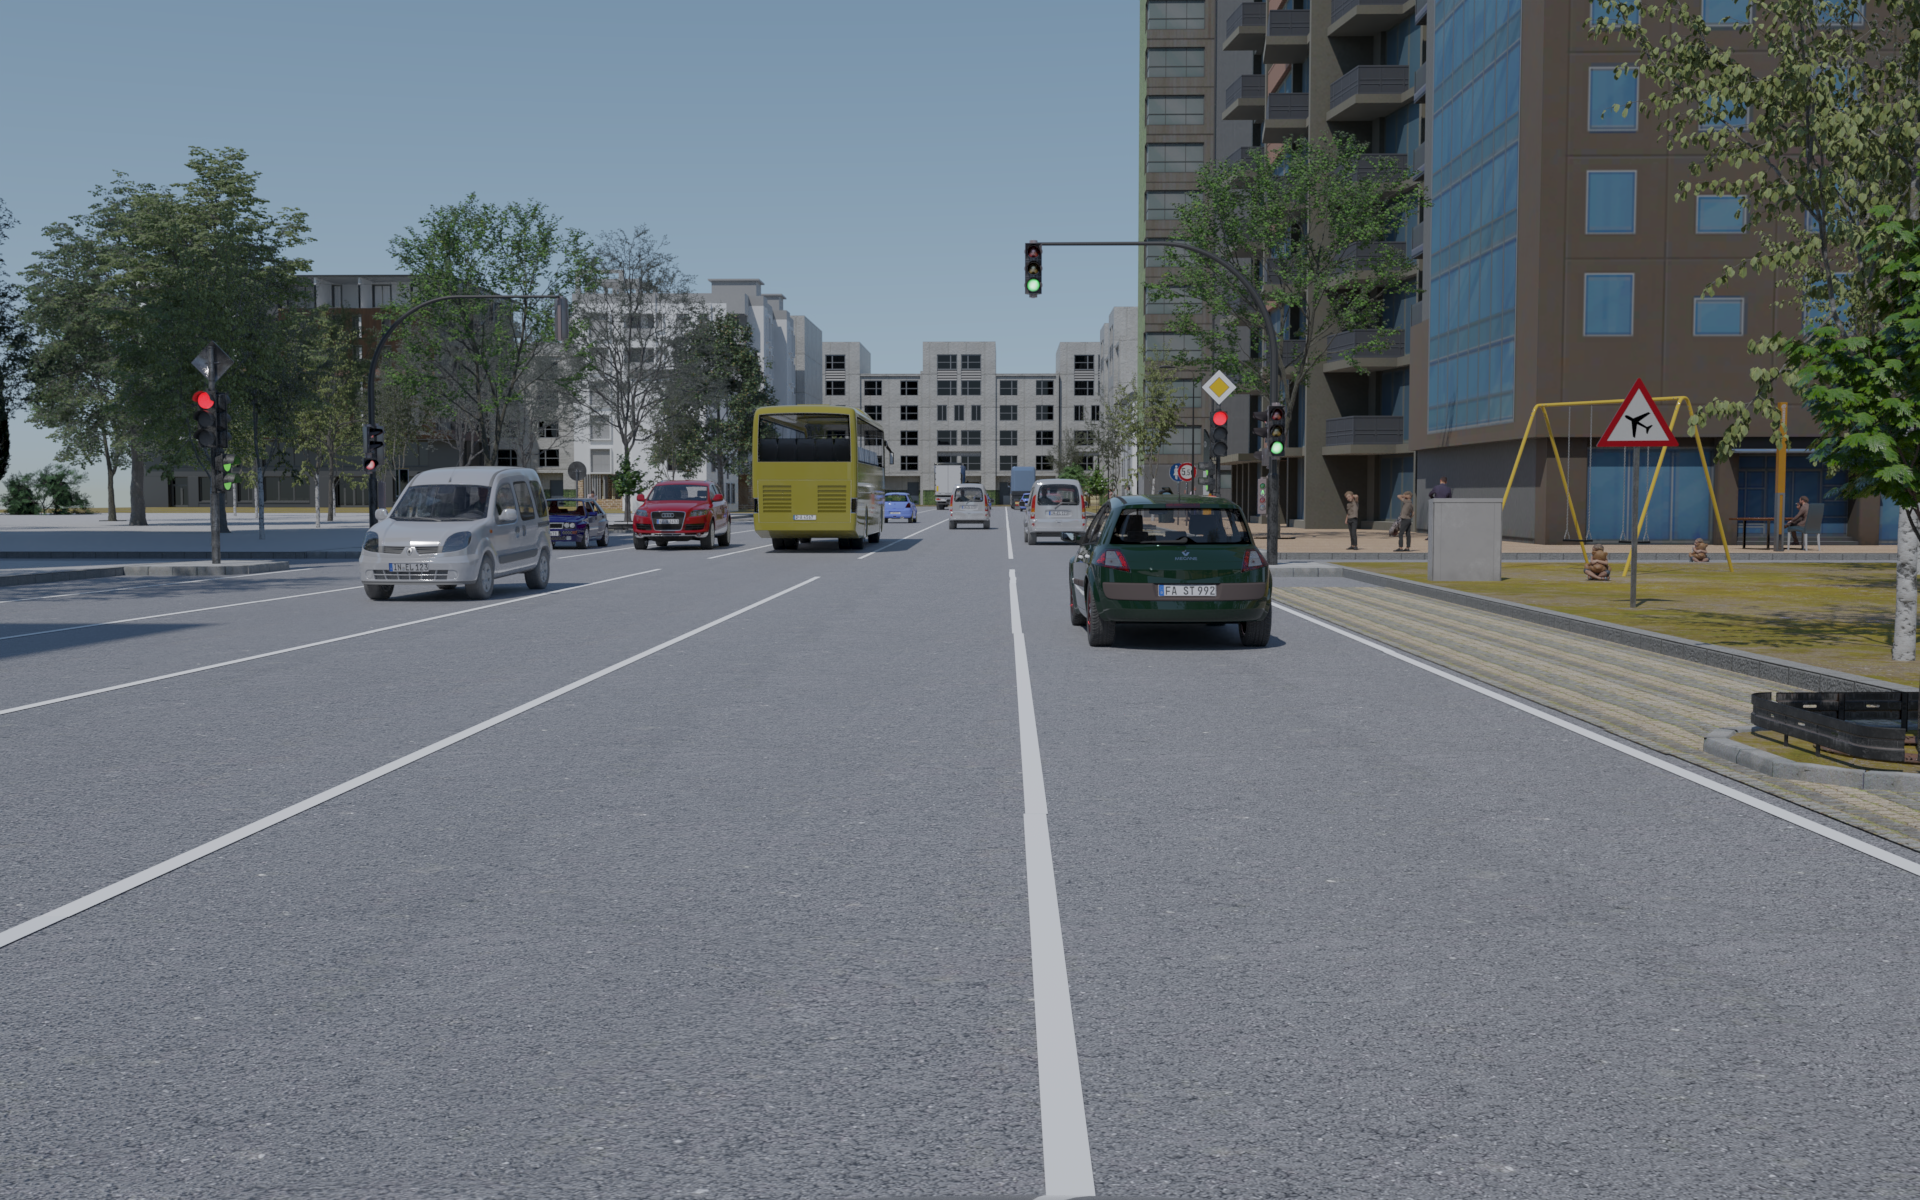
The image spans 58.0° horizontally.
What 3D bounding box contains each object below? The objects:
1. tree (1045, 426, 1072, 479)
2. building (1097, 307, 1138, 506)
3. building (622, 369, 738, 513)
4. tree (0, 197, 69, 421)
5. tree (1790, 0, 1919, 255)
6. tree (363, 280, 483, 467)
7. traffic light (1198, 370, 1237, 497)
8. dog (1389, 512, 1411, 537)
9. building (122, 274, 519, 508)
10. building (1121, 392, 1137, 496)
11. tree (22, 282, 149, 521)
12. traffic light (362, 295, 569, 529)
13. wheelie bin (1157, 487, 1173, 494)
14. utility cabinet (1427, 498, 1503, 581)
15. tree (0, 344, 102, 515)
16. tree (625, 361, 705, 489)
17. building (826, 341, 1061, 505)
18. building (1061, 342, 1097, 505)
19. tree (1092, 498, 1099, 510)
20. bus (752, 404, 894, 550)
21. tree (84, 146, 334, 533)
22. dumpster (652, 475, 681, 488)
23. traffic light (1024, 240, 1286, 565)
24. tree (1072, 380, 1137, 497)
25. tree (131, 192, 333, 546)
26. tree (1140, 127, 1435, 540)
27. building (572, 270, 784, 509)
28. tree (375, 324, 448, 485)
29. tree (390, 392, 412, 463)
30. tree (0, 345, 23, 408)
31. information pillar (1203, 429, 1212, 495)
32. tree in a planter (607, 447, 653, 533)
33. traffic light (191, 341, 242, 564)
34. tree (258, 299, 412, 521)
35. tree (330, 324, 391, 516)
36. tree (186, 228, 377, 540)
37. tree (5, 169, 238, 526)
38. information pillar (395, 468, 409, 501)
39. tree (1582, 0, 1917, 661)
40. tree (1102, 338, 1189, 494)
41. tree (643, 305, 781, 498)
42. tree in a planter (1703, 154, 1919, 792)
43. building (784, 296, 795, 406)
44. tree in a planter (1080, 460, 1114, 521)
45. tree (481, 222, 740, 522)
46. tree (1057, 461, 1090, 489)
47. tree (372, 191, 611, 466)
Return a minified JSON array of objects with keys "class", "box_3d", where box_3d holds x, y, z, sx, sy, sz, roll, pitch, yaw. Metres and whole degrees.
[{"class":"tree","box_3d":[11.553,-14.223,182.907,4.360,8.622,3.978,0,3,0]},{"class":"building","box_3d":[23.083,-18.669,171.701,16.747,18.905,31.486,0,4,1]},{"class":"building","box_3d":[-21.131,-11.522,130.538,9.099,9.664,28.070,0,4,1]},{"class":"tree","box_3d":[-28.283,-6.885,46.985,7.601,10.594,8.767,-3,5,-44]},{"class":"tree","box_3d":[12.106,-4.322,21.034,4.360,8.622,3.978,0,3,0]},{"class":"tree","box_3d":[-27.052,-11.244,94.202,12.009,13.543,11.850,0,3,0]},{"class":"traffic light","box_3d":[5.833,-3.079,39.257,0.839,4.253,0.868,0,4,1]},{"class":"dog","box_3d":[13.095,-2.297,51.936,0.513,0.831,0.800,-1,4,-13]},{"class":"building","box_3d":[-63.245,-20.279,175.539,32.646,21.610,27.936,0,4,1]},{"class":"building","box_3d":[18.579,-12.237,142.228,9.099,9.664,28.070,0,4,1]},{"class":"tree","box_3d":[-39.980,-9.531,81.592,9.928,11.665,9.643,0,3,0]},{"class":"traffic light","box_3d":[-11.369,-3.979,39.718,4.771,5.953,1.251,0,4,1]},{"class":"wheelie bin","box_3d":[9.100,-4.195,76.493,0.693,1.594,0.980,-2,4,-24]},{"class":"utility cabinet","box_3d":[7.472,-0.886,25.641,1.020,1.237,0.306,0,4,1]},{"class":"tree","box_3d":[-62.733,-12.369,104.047,13.155,14.587,18.604,3,5,40]},{"class":"tree","box_3d":[-15.612,-8.704,92.670,4.360,8.622,3.978,0,3,0]},{"class":"building","box_3d":[-4.099,-20.970,209.315,31.486,18.905,16.747,0,4,1]},{"class":"building","box_3d":[27.545,-20.971,209.326,31.486,18.905,16.747,0,4,1]},{"class":"tree","box_3d":[11.239,-8.826,138.898,1.663,3.219,1.824,0,3,0]},{"class":"bus","box_3d":[-3.605,-3.425,47.551,2.896,3.916,12.252,0,4,1]},{"class":"tree","box_3d":[-24.346,-8.466,56.552,7.486,12.596,7.792,0,3,0]},{"class":"dumpster","box_3d":[-14.421,-5.108,86.005,1.502,2.255,1.985,0,4,2]},{"class":"traffic light","box_3d":[3.533,-3.457,31.187,4.771,5.953,1.251,0,4,1]},{"class":"tree","box_3d":[9.742,-9.801,110.605,4.360,8.622,3.978,0,3,0]},{"class":"tree","box_3d":[-18.511,-5.654,42.806,4.737,8.622,4.395,0,3,0]},{"class":"tree","box_3d":[9.129,-7.541,49.052,9.928,11.665,9.643,0,3,0]},{"class":"building","box_3d":[-24.241,-17.968,150.201,16.016,20.091,11.380,0,4,1]},{"class":"tree","box_3d":[-23.711,-7.513,73.200,4.360,8.622,3.978,0,3,0]},{"class":"tree","box_3d":[-35.702,-9.570,106.826,4.737,8.622,4.395,0,3,0]},{"class":"tree","box_3d":[-32.371,-6.409,55.146,4.360,8.622,3.978,0,3,0]},{"class":"information pillar","box_3d":[9.112,-4.453,64.161,0.183,3.616,0.504,1,4,13]},{"class":"tree in a planter","box_3d":[-12.523,-4.153,65.125,1.991,3.239,1.994,0,4,1]},{"class":"traffic light","box_3d":[-13.669,-2.620,31.755,0.839,4.253,0.868,0,4,1]},{"class":"tree","box_3d":[-29.644,-9.038,82.177,7.601,10.594,8.767,-3,4,-37]},{"class":"tree","box_3d":[-24.754,-7.063,65.834,4.737,8.622,4.395,0,3,0]},{"class":"tree","box_3d":[-19.470,-6.011,48.647,4.360,8.622,3.978,0,3,0]},{"class":"tree","box_3d":[-33.372,-9.993,70.048,9.857,13.997,8.962,0,3,0]},{"class":"information pillar","box_3d":[-15.901,-2.749,49.431,0.304,2.012,0.304,-2,4,-35]},{"class":"tree","box_3d":[7.250,-3.853,13.353,4.737,8.622,4.395,0,3,0]},{"class":"tree","box_3d":[9.070,-8.054,82.040,4.737,8.622,4.395,0,3,0]},{"class":"tree","box_3d":[-14.685,-11.517,105.313,9.611,12.733,9.660,0,3,0]},{"class":"tree in a planter","box_3d":[5.087,-0.724,9.059,1.991,3.239,1.994,0,4,1]},{"class":"building","box_3d":[-23.419,-18.665,161.588,16.016,20.091,11.380,0,4,1]},{"class":"tree in a planter","box_3d":[7.205,-5.742,91.105,1.991,3.239,1.994,0,4,1]},{"class":"tree","box_3d":[-15.108,-10.286,78.548,12.009,13.543,11.850,0,3,0]},{"class":"tree","box_3d":[11.329,-11.595,173.295,4.285,4.588,4.351,0,3,0]},{"class":"tree","box_3d":[-15.897,-8.126,58.621,9.928,11.665,9.643,0,3,0]}]
